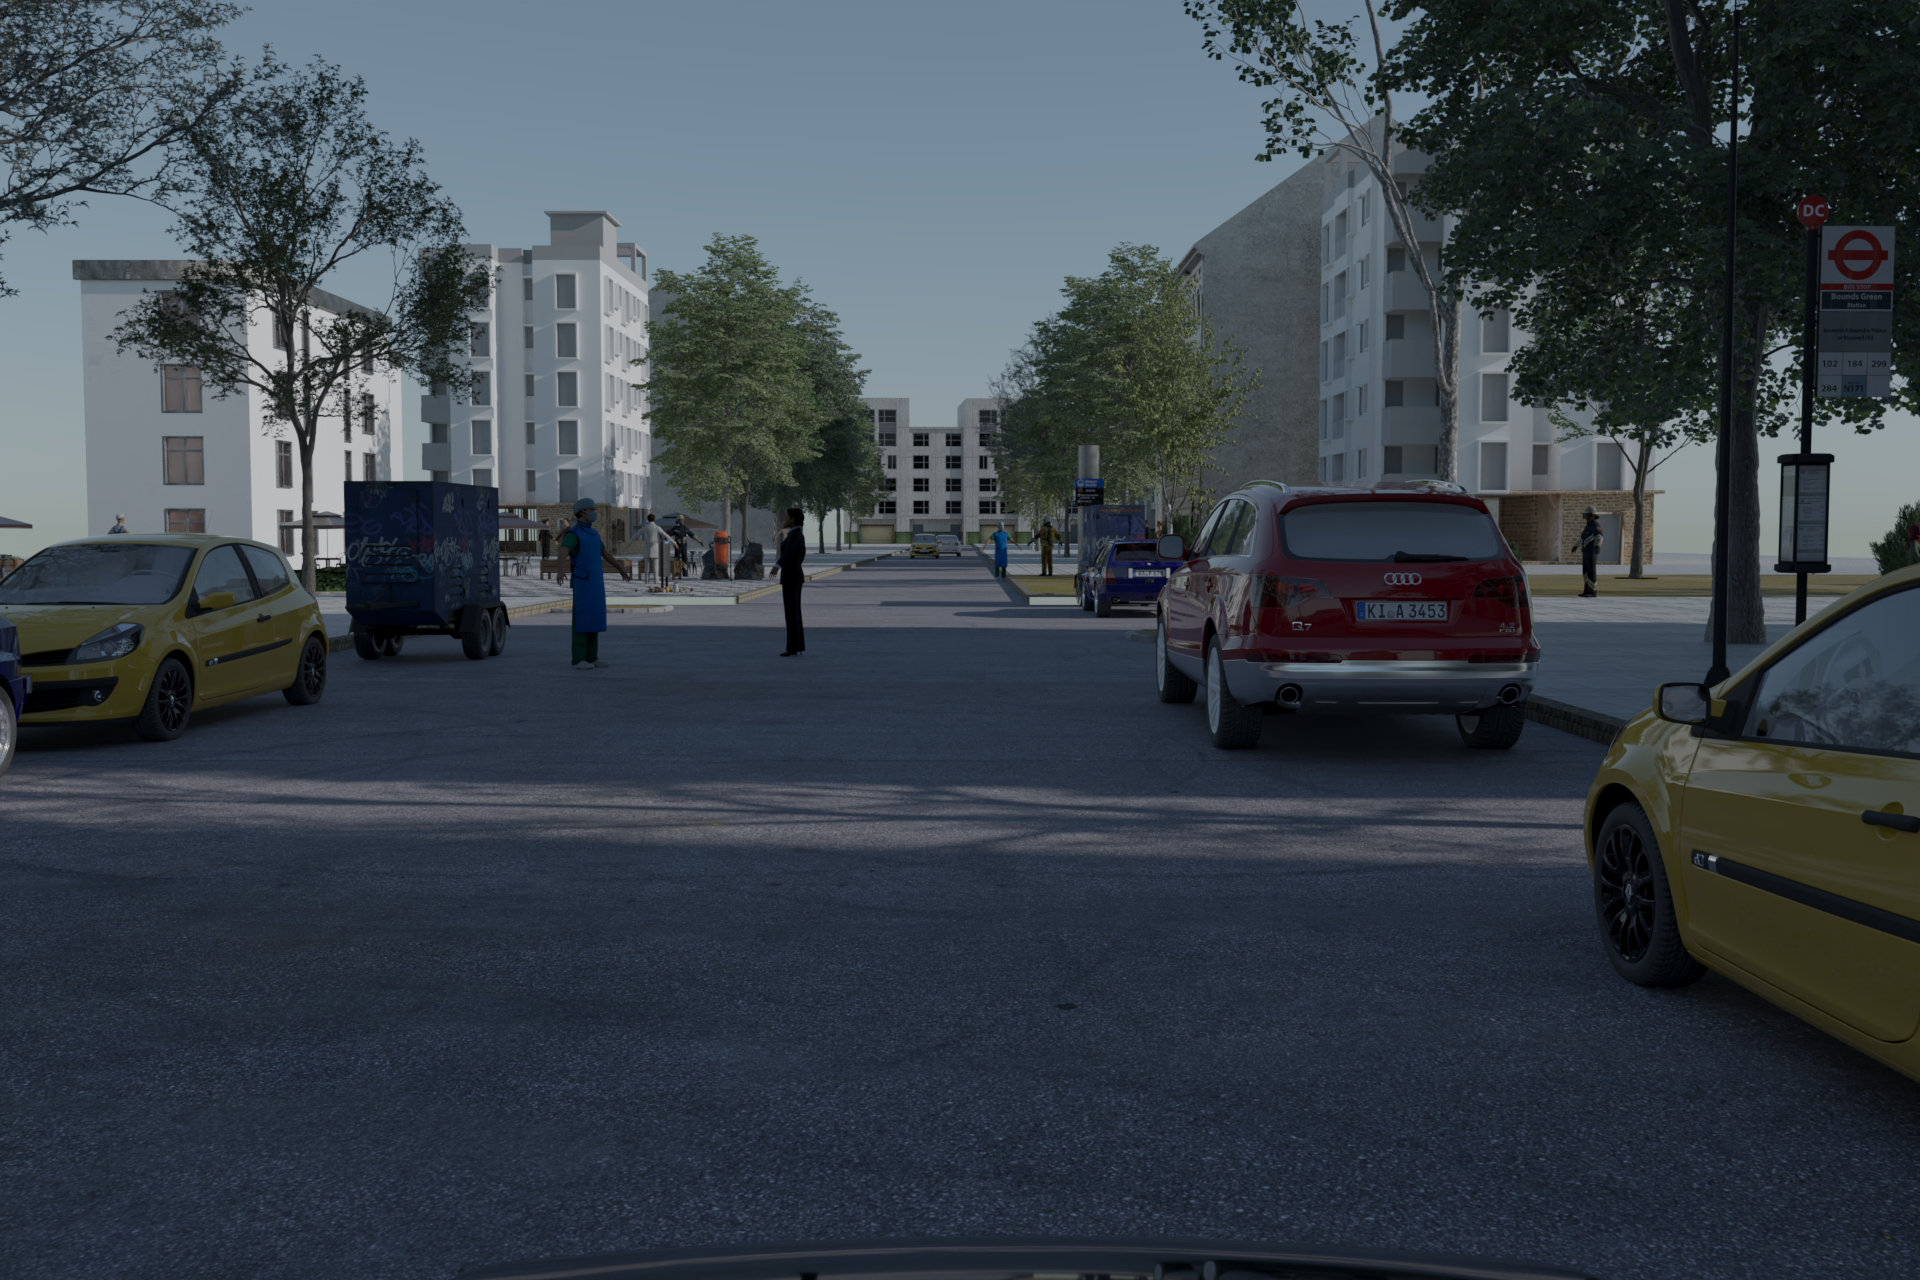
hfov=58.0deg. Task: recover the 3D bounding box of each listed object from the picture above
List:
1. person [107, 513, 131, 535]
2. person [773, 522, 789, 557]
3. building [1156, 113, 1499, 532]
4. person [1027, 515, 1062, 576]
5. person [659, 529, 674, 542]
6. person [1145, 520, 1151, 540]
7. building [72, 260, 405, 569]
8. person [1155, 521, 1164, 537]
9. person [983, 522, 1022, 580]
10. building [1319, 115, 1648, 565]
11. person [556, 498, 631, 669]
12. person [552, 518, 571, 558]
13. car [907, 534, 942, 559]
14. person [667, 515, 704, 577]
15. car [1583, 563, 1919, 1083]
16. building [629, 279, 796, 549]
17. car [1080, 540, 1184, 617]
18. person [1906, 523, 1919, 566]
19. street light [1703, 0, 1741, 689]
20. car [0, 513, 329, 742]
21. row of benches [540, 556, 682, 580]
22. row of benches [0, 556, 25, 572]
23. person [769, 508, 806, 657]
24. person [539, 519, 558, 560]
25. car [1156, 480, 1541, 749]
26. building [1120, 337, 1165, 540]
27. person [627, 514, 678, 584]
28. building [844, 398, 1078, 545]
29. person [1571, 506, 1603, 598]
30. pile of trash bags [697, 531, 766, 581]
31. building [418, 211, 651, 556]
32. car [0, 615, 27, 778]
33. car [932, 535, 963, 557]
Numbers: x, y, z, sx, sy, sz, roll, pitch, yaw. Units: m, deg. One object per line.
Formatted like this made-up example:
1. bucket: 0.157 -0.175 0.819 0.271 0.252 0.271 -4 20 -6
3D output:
1. person: -22.878 -2.533 47.274 1.347 1.847 0.705 1 4 16
2. person: -7.445 -4.124 73.553 1.348 1.813 0.705 -3 5 -43
3. building: 21.977 -16.432 99.584 19.493 23.208 18.063 0 4 0
4. person: 2.634 -2.875 52.772 1.354 1.858 0.705 -3 4 -36
5. person: -11.439 -3.713 66.854 1.345 1.843 0.704 -1 4 -9
6. person: 6.900 -3.564 64.494 0.704 1.802 1.346 0 4 -6
7. building: -26.529 -7.648 67.190 9.099 9.664 28.070 0 4 -1
8. person: 6.609 -3.143 58.189 0.721 1.733 1.217 1 4 19
9. person: 1.298 -2.805 54.438 1.347 1.817 0.704 -1 4 -23
10. building: 22.862 -13.941 84.348 16.016 20.090 11.380 0 4 0
11. person: -3.963 -0.606 18.490 0.704 1.817 1.347 1 4 20
12. person: -13.182 -3.167 57.924 1.346 1.812 0.704 3 5 43
13. car: -2.066 -5.606 101.881 2.015 1.641 3.980 0 4 0
14. person: -8.361 -2.819 51.868 1.354 1.856 0.705 -1 4 -22
15. car: 2.976 0.359 4.352 2.015 1.641 3.980 0 4 -1
16. building: -25.087 -20.016 158.191 19.493 23.208 18.063 0 4 1
17. car: 3.166 -1.135 31.139 1.945 1.354 3.894 0 4 -1
18. person: 14.042 -0.986 25.335 0.599 1.438 0.989 2 4 25
19. street light: 6.757 -2.535 13.994 1.470 5.913 1.316 0 4 0
20. car: -6.278 -0.181 13.185 2.015 1.641 3.980 0 4 0
21. row of benches: -9.744 -2.035 48.729 4.104 0.672 1.422 1 4 9
22. row of benches: -26.849 -2.186 51.197 4.104 0.672 1.422 -1 4 -12
23. person: -2.039 -0.685 20.376 0.721 1.740 1.216 0 4 8
24. person: -15.007 -3.482 62.867 0.705 1.837 1.347 -3 5 -40
25. car: 2.698 -0.269 13.078 2.281 1.827 5.304 0 4 0
26. building: 24.508 -17.843 158.189 16.747 18.905 31.486 0 3 0
27. person: -7.960 -2.358 44.743 1.347 1.806 0.705 0 4 3
28. building: 0.206 -22.195 231.806 31.486 18.905 16.747 0 4 -4
29. person: 12.724 -1.785 35.057 0.704 1.845 1.351 0 4 0
30. pile of trash bags: -6.496 -2.386 48.767 1.912 1.369 3.447 0 4 0
31. building: -25.659 -15.065 102.733 16.016 20.090 11.380 0 3 0
32. car: -6.377 0.246 8.562 1.945 1.354 3.894 0 3 0
33. car: -0.867 -6.041 111.137 2.083 1.381 4.827 0 4 -1
